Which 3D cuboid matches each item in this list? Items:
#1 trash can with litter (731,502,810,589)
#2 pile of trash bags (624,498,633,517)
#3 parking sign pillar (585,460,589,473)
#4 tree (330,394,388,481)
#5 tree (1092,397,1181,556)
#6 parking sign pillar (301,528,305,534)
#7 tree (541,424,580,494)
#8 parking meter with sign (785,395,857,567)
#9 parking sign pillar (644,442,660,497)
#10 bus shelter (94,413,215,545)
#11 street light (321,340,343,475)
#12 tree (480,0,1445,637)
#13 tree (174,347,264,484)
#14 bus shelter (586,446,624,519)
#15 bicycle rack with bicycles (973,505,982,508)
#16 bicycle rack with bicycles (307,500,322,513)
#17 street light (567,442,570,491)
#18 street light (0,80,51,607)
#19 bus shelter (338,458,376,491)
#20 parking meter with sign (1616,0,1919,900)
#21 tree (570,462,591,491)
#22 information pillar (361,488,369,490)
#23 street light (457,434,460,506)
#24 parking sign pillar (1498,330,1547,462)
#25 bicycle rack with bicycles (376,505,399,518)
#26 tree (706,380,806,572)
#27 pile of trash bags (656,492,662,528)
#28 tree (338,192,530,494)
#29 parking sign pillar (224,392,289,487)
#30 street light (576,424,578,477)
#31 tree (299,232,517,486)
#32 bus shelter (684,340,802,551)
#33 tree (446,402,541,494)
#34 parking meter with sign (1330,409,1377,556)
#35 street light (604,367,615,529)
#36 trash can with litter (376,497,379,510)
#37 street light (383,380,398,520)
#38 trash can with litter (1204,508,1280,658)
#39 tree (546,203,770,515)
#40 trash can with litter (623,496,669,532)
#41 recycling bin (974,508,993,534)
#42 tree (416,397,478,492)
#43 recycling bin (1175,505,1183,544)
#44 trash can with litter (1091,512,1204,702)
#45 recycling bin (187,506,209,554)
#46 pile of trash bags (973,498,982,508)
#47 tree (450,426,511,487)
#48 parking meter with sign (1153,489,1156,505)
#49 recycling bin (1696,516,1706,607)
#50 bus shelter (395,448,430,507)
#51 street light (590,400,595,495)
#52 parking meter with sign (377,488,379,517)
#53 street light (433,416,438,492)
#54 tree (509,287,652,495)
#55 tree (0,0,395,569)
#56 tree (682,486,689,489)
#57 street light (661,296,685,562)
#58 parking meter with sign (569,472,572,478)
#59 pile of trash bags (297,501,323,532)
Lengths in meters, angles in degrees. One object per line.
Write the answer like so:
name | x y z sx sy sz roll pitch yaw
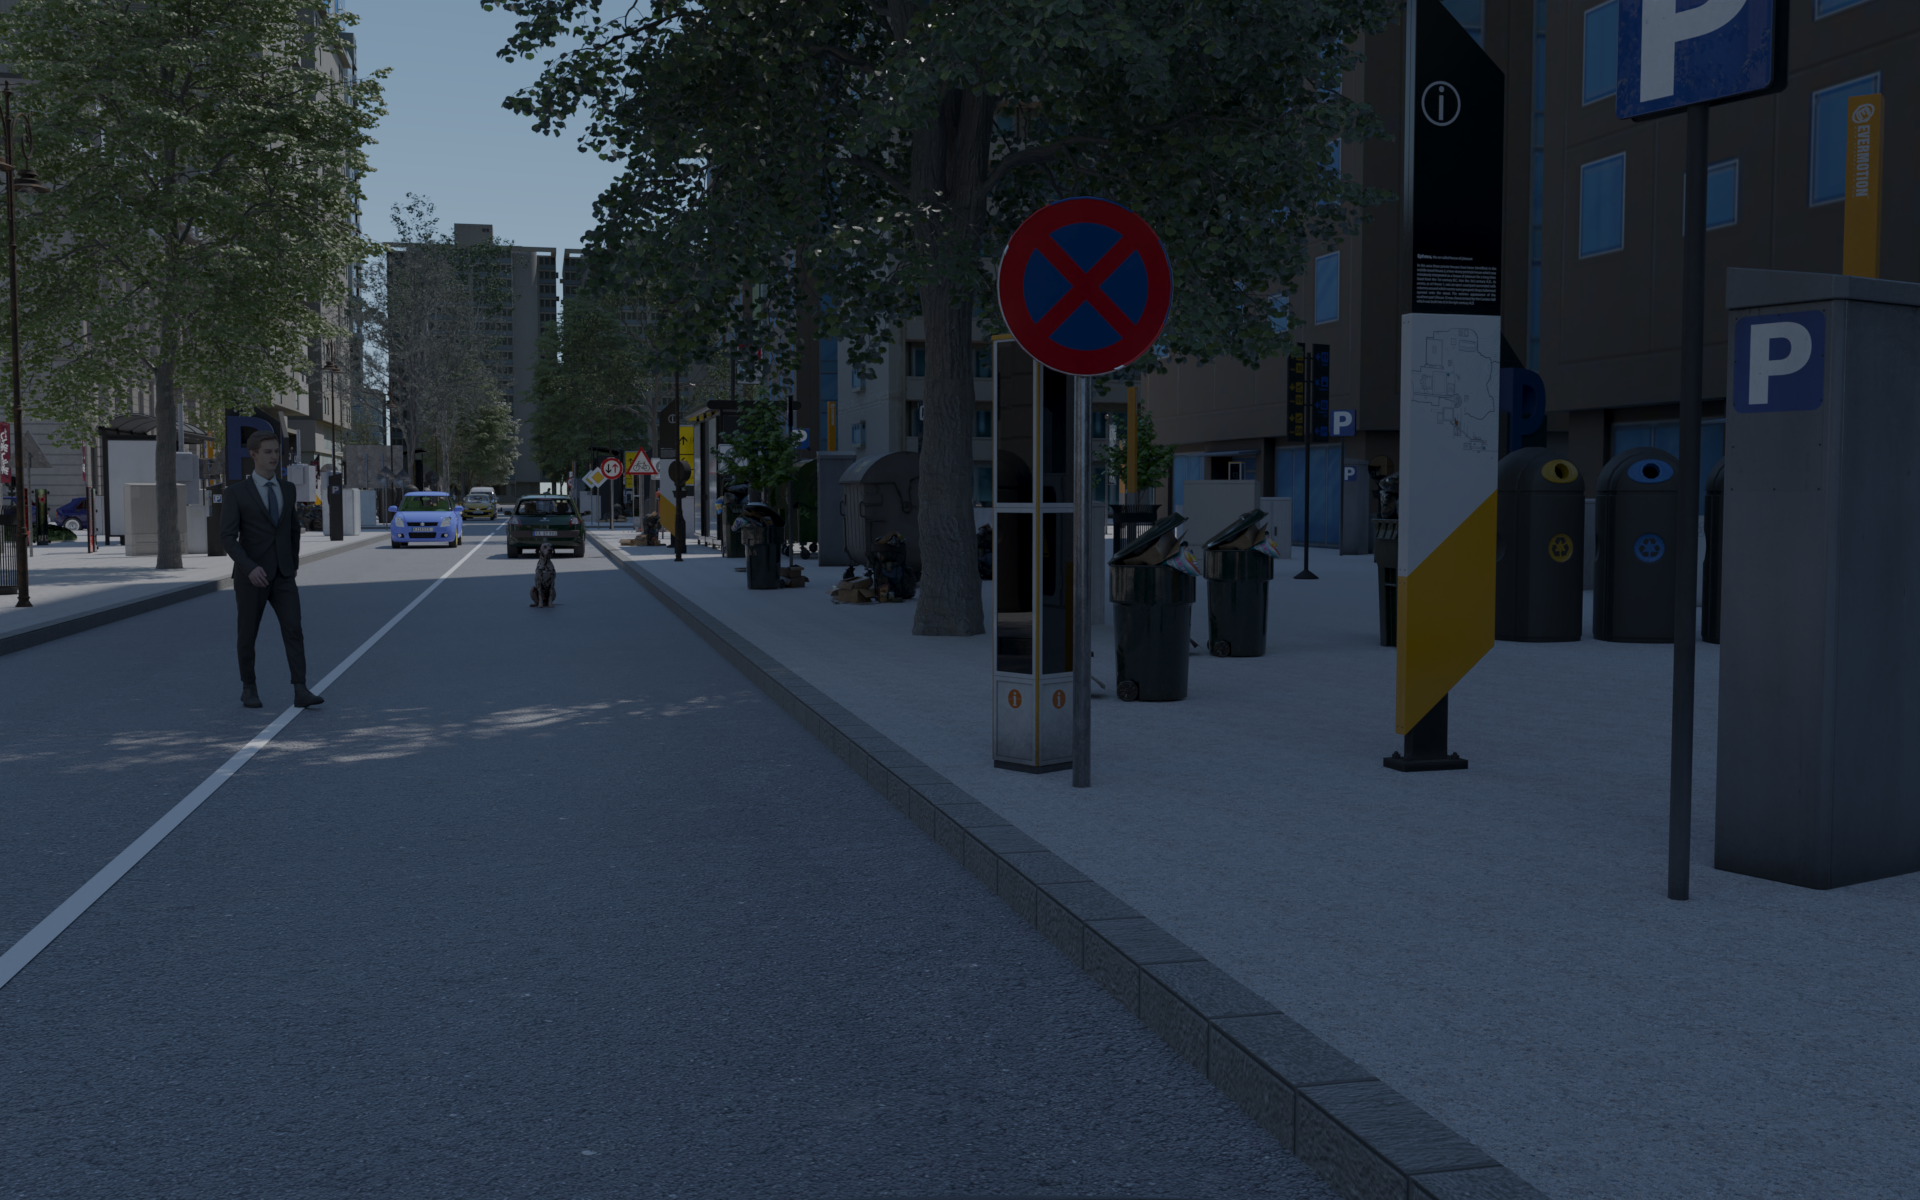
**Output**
trash can with litter | -2.561 -0.746 23.580 0.624 1.170 1.055 2 4 33
pile of trash bags | -19.005 -5.368 97.511 3.447 1.369 1.912 3 4 38
parking sign pillar | -27.194 -8.469 126.934 1.447 3.967 1.447 -1 4 -22
tree | -42.523 -10.534 122.587 4.360 8.622 3.978 0 3 0
tree | 3.669 -2.444 34.562 1.663 3.219 1.824 0 3 0
parking sign pillar | -21.952 -4.125 55.922 1.447 3.967 1.447 -2 4 -28
tree | -43.826 -16.198 190.591 9.928 11.665 9.643 0 3 0
parking meter with sign | -2.172 -2.107 30.711 1.738 3.016 0.543 0 4 -7
parking sign pillar | -14.237 -5.646 80.780 1.447 3.967 1.447 -2 4 -25
bus shelter | -21.276 -3.179 45.896 2.014 3.302 5.546 -1 4 -14
street light | -18.038 -4.714 49.870 0.468 5.910 1.993 -1 4 -14
tree | 0.009 -6.659 15.529 9.857 13.997 8.962 0 3 0
tree | -37.187 -8.348 86.846 4.737 8.622 4.395 0 3 0
bus shelter | -17.824 -5.855 87.006 1.731 3.624 6.357 -1 4 -14
bicycle rack with bicycles | 2.232 -4.403 85.378 2.852 0.926 2.925 -1 4 -14
bicycle rack with bicycles | -49.326 -7.308 132.867 2.852 0.926 2.925 0 4 -6
street light | -32.492 -10.468 143.946 0.468 5.910 1.993 -1 4 -14
street light | -10.643 -2.858 19.515 0.468 5.910 1.993 -1 4 -14
bus shelter | -31.725 -6.013 92.233 2.014 3.302 5.546 -1 4 -14
parking meter with sign | 2.982 -0.586 5.834 1.738 3.016 0.543 -2 4 -32
tree | -22.317 -6.596 102.442 1.663 3.219 1.824 0 3 0
information pillar | -25.267 -4.228 73.615 0.304 2.012 0.304 -1 4 -22
street light | -38.001 -9.690 131.226 0.468 5.910 1.993 -1 4 -14
parking sign pillar | 8.701 -2.366 27.151 1.447 3.967 1.447 -3 5 -44
bicycle rack with bicycles | -27.932 -4.420 85.649 2.925 0.926 2.852 -3 5 -40
tree | -3.365 -2.083 28.654 1.663 3.219 1.824 0 3 0
pile of trash bags | -9.123 -3.150 61.248 3.447 1.369 1.912 0 4 -8
tree | -34.632 -15.641 111.623 12.611 20.169 13.585 0 3 0
parking sign pillar | -17.713 -3.362 43.444 1.447 3.967 1.447 -1 4 -18
street light | -25.123 -8.611 113.585 0.468 5.910 1.993 -1 4 -14
tree | -25.727 -10.439 81.052 12.009 13.543 11.850 0 3 0
bus shelter | -5.587 -3.987 42.823 2.179 5.291 8.768 -1 4 -14
tree | -50.427 -15.450 178.361 9.928 11.665 9.643 0 3 0
parking meter with sign | 8.362 -2.465 36.564 0.543 3.016 1.738 2 4 33
street light | -12.748 -5.528 63.171 0.468 5.910 1.993 -1 4 -14
trash can with litter | -34.797 -5.575 102.208 2.233 1.210 1.678 0 4 -6
street light | -22.983 -5.948 70.039 0.468 5.910 1.993 -1 4 -14
trash can with litter | 1.964 -0.141 13.696 1.055 1.170 0.624 0 4 1
tree | -9.536 -7.380 55.084 7.601 10.594 8.767 -1 4 -15
trash can with litter | -10.080 -2.893 58.359 2.233 1.210 1.678 1 4 14
recycling bin | 0.438 -1.181 31.856 0.722 1.027 0.722 0 4 3
tree | -37.425 -10.716 125.575 4.360 8.622 3.978 0 3 0
recycling bin | 5.324 -1.666 39.800 0.722 1.027 0.722 0 4 5
trash can with litter | 0.960 0.035 10.810 1.055 1.170 0.624 0 4 6
recycling bin | -16.450 -1.517 37.351 0.722 1.027 0.722 3 5 39
pile of trash bags | 1.715 -3.252 62.918 3.447 1.369 1.912 2 4 27
tree | -55.576 -16.205 199.367 8.767 10.594 7.601 1 4 12
parking meter with sign | 6.967 -3.880 59.700 0.543 3.016 1.738 2 4 23
recycling bin | 8.309 -0.457 20.033 0.722 1.027 0.722 1 4 10
bus shelter | -28.791 -6.074 90.592 1.731 3.624 6.357 -1 4 -14
street light | -17.583 -6.722 82.692 0.468 5.910 1.993 -1 4 -14
parking meter with sign | -32.917 -6.056 95.274 1.738 3.016 0.543 -1 4 -15
street light | -30.495 -7.836 100.898 0.468 5.910 1.993 -1 4 -14
tree | -20.298 -10.775 94.305 7.486 12.596 7.792 0 3 0
tree | -13.186 -6.806 29.412 7.486 12.596 7.792 0 3 0
tree | -18.569 -7.764 110.661 4.285 4.588 4.351 0 3 0
street light | -5.359 -3.671 32.814 0.468 5.910 1.993 -1 4 -14
parking meter with sign | -29.475 -8.450 134.412 0.543 3.016 1.738 2 4 35
pile of trash bags | -22.513 -3.071 59.963 1.912 1.369 3.447 1 4 23
